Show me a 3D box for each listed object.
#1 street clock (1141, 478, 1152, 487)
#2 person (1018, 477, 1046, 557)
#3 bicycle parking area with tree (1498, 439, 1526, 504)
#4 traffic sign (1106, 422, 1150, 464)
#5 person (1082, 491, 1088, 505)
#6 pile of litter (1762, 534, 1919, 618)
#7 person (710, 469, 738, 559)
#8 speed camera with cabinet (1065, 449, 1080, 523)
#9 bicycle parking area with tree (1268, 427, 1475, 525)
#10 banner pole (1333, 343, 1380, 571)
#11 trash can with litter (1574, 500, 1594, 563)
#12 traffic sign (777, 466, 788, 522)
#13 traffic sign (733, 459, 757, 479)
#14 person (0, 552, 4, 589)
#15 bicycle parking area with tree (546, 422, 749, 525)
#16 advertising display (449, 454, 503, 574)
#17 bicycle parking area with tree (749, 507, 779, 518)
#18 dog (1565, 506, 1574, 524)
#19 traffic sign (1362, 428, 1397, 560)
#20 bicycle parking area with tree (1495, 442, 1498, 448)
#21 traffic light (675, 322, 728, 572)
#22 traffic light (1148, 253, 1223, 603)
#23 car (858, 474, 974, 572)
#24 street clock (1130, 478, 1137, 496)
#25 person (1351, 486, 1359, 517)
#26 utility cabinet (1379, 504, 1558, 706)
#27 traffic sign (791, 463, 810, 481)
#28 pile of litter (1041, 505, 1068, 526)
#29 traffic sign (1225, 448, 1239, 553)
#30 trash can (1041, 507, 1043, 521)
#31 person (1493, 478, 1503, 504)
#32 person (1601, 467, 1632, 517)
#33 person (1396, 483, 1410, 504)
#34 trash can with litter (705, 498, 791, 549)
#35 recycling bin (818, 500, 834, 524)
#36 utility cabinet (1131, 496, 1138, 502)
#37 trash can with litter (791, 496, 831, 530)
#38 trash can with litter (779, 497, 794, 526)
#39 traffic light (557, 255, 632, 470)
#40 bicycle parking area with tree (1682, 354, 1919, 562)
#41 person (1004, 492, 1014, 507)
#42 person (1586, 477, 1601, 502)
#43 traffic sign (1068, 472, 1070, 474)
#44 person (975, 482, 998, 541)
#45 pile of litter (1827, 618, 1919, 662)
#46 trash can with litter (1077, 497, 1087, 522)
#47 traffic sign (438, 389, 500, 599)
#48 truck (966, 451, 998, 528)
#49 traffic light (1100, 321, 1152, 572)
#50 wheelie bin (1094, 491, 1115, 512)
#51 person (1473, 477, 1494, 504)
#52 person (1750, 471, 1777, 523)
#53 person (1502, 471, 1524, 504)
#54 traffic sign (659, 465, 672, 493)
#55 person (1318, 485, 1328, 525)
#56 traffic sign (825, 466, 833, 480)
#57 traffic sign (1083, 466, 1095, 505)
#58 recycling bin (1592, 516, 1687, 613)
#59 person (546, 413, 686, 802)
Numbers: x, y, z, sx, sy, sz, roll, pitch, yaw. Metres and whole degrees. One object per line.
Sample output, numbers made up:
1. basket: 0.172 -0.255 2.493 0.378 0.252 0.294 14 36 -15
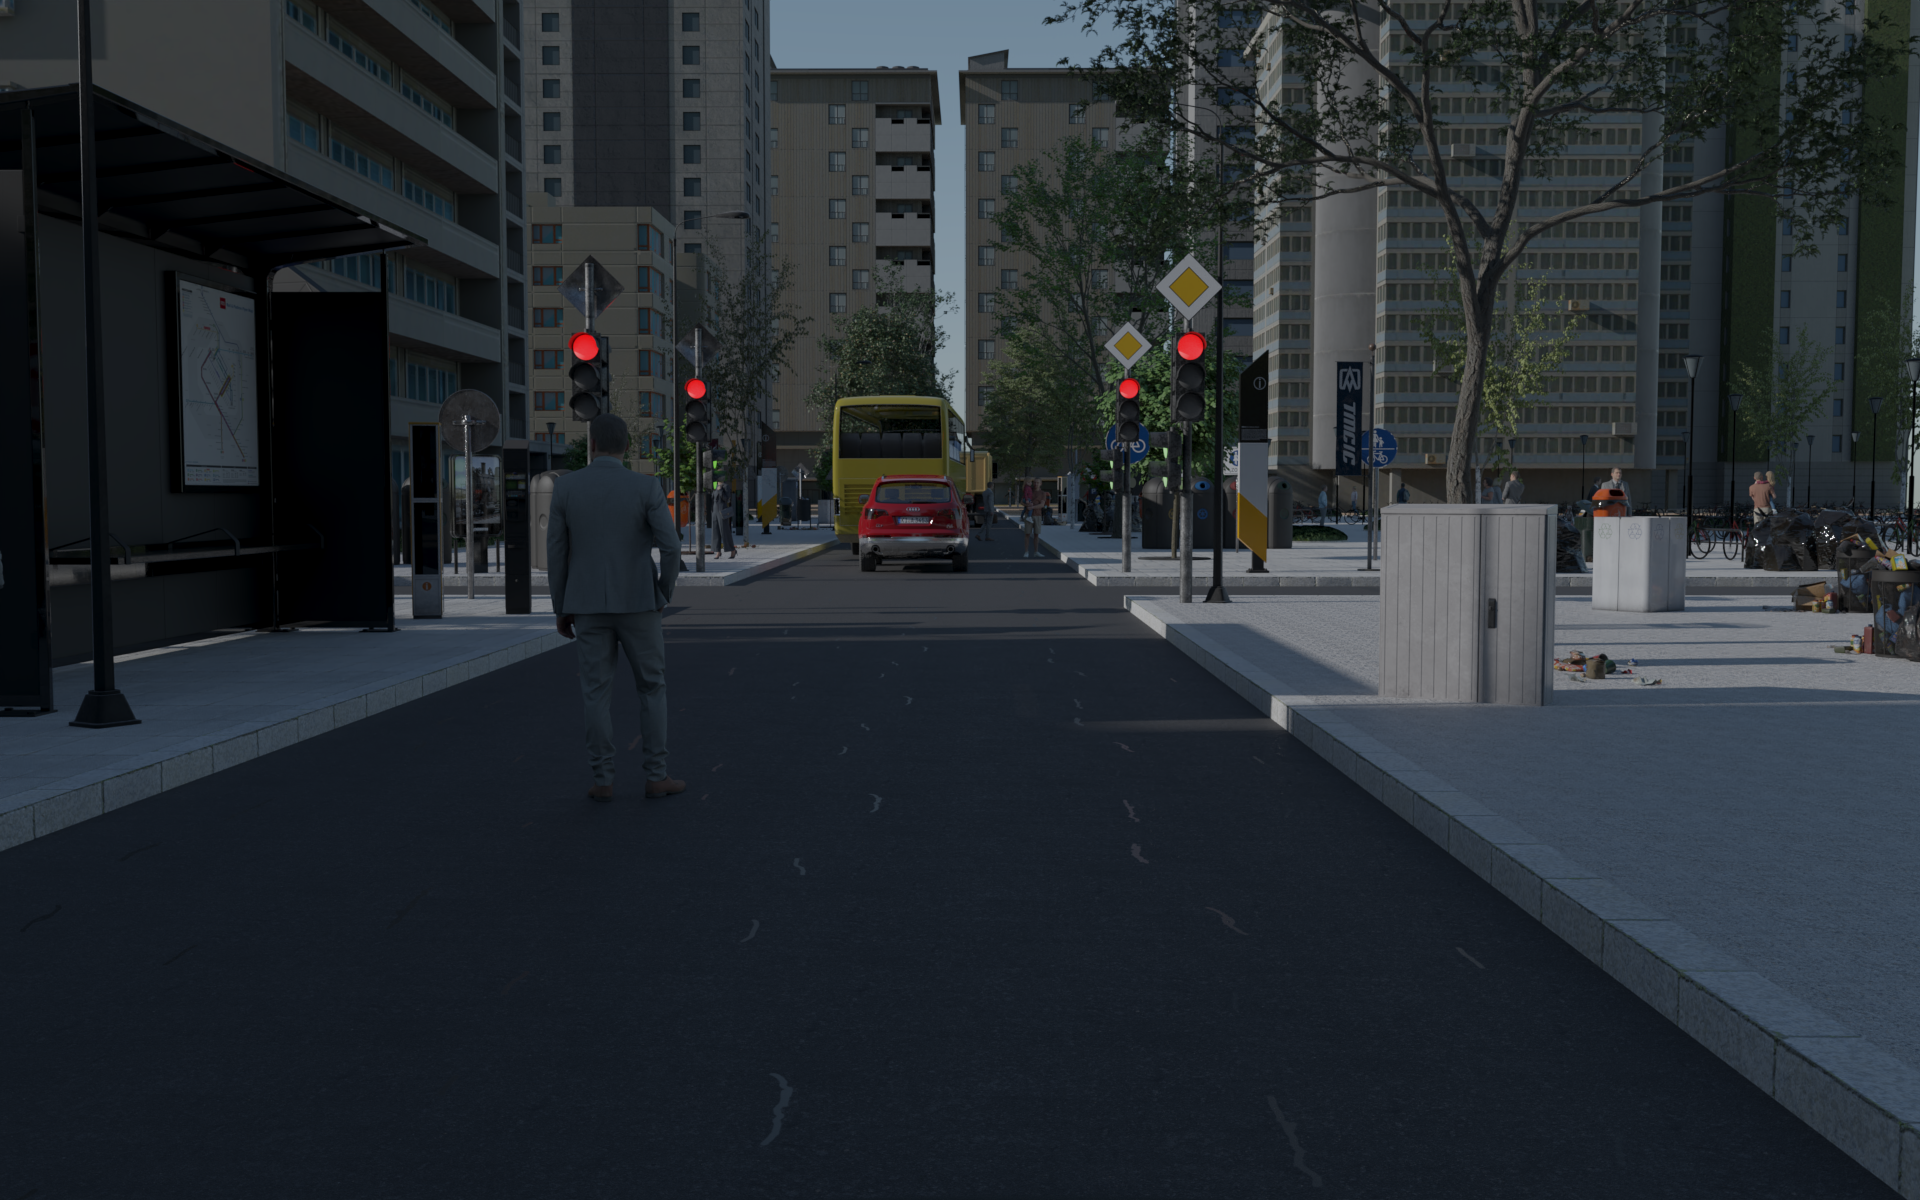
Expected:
1. street clock: 7.859 -4.172 72.785 0.471 2.002 0.358 2 4 26
2. person: 1.617 -1.883 39.263 0.573 1.828 0.580 3 5 41
3. bicycle parking area with tree: 32.012 -5.817 82.107 9.016 4.147 8.231 -2 4 -25
4. traffic sign: 2.872 -1.805 29.620 0.768 2.556 0.104 1 4 9
5. person: 8.855 -6.941 119.471 0.705 1.831 1.348 3 4 37
6. pile of litter: 9.682 -0.307 18.991 1.719 0.858 1.176 1 4 18
7. person: -4.711 -1.701 34.274 0.576 1.772 0.534 2 4 25
8. speed camera with cabinet: 4.868 -5.075 77.312 0.660 3.252 2.038 0 4 -7
9. bicycle parking area with tree: 17.048 -5.449 76.089 9.016 4.147 8.231 3 4 39
10. banner pole: 6.625 -2.374 28.828 0.863 3.779 0.401 -1 4 -11
11. trash can with litter: 12.044 -1.288 32.441 0.624 1.170 1.055 -2 4 -33
12. traffic sign: -8.158 -4.794 78.488 0.768 2.556 0.104 0 4 4
13. traffic sign: -7.471 -3.676 60.101 0.884 2.594 0.081 0 4 6
14. person: -4.998 0.011 8.455 0.503 1.515 0.523 2 4 23
15. bicycle parking area with tree: -14.375 -5.135 70.962 8.231 4.147 9.016 -2 4 -30
16. advertising display: -7.836 -1.397 28.060 0.123 1.923 0.974 2 4 35
17. bicycle parking area with tree: -13.468 -6.330 90.492 8.231 4.147 9.016 2 4 34
18. dog: 24.110 -3.293 68.218 0.800 0.831 0.513 -2 4 -29
19. traffic sign: 8.034 -2.038 33.430 0.768 2.556 0.104 0 4 1
20. bicycle parking area with tree: 29.180 -6.502 93.303 9.016 4.147 8.231 2 4 23
21. traffic light: -4.247 -2.412 28.354 0.839 4.253 0.868 0 4 0
22. traffic light: 2.647 -1.921 20.326 0.839 4.253 0.868 0 4 0
23. car: -0.858 -1.519 33.516 2.281 1.827 5.304 0 4 0
24. street clock: 7.302 -4.250 74.053 0.471 2.002 0.358 -3 4 -36
25. person: 22.272 -5.555 97.541 0.598 1.740 0.731 -1 4 -21
26. utility cabinet: 3.154 0.022 10.795 1.020 1.237 0.306 2 4 31
27. traffic sign: -6.693 -4.455 72.568 0.795 2.593 0.064 0 4 7
28. pile of litter: 3.832 -3.495 71.110 1.176 0.858 1.719 0 4 6
29. traffic sign: 6.035 -2.173 37.654 0.606 2.300 0.079 0 4 8
30. trash can: 3.466 -4.085 78.440 0.748 1.137 0.748 0 3 0
31. person: 16.860 -2.957 54.567 0.728 1.800 0.709 0 4 -6
32. person: 12.847 -1.703 33.989 0.694 1.812 0.767 0 4 -1
33. person: 21.541 -4.797 84.462 0.794 1.824 0.713 2 4 29
34. trash can with litter: -5.355 -1.844 41.207 1.678 1.210 2.233 2 4 23
35. recycling bin: -5.656 -3.814 74.905 0.722 1.027 0.722 -3 5 -45
36. utility cabinet: 6.509 -3.347 65.881 0.306 1.237 1.020 -2 4 -33
37. trash can with litter: -5.879 -3.123 62.119 2.233 1.210 1.678 2 4 24
38. trash can with litter: -6.998 -3.605 70.329 0.624 1.170 1.055 -1 4 -13
39. traffic light: -4.314 -1.923 20.369 0.839 4.253 0.868 0 4 0
40. bicycle parking area with tree: 17.646 -3.020 36.383 8.231 4.147 9.016 0 4 3
41. person: 5.072 -10.487 177.130 1.348 1.869 0.705 -3 5 -42
42. person: 21.138 -3.163 57.540 0.755 1.850 0.659 1 4 16
43. traffic sign: 6.356 -6.102 99.494 0.795 2.593 0.064 1 4 9
44. person: 0.890 -2.730 53.252 0.853 1.813 0.709 -2 4 -29
45. pile of litter: 7.629 0.016 13.703 1.176 0.858 1.719 0 4 5
46. trash can with litter: 5.846 -4.228 80.519 1.055 1.170 0.624 1 4 18
47. traffic sign: -5.970 -1.282 21.070 0.768 2.556 0.104 0 4 4
48. truck: 0.039 -4.957 76.976 3.469 3.379 9.791 0 4 0
49. traffic light: 2.714 -2.409 28.311 0.839 4.253 0.868 0 4 0
50. wheelie bin: 5.313 -3.349 62.670 0.693 1.594 0.980 3 4 37
51. person: 15.417 -2.730 51.036 0.532 1.782 0.716 0 4 -2
52. person: 19.248 -2.166 41.434 0.580 1.828 0.573 -1 4 -17
53. person: 13.644 -2.270 42.967 0.655 1.846 0.447 -1 4 -20
54. traffic sign: -9.315 -3.401 55.715 0.768 2.556 0.104 0 4 5
55. person: 12.792 -3.248 60.953 0.330 1.601 0.589 0 4 7
56. traffic sign: -4.567 -3.934 64.318 0.884 2.594 0.081 0 4 4
57. traffic sign: 5.622 -4.605 75.391 0.768 2.556 0.104 1 4 9
58. recycling bin: 7.510 -0.403 19.148 0.722 1.027 0.722 -2 4 -34
59. person: -1.615 0.028 8.146 0.635 1.810 0.391 -1 4 -10
